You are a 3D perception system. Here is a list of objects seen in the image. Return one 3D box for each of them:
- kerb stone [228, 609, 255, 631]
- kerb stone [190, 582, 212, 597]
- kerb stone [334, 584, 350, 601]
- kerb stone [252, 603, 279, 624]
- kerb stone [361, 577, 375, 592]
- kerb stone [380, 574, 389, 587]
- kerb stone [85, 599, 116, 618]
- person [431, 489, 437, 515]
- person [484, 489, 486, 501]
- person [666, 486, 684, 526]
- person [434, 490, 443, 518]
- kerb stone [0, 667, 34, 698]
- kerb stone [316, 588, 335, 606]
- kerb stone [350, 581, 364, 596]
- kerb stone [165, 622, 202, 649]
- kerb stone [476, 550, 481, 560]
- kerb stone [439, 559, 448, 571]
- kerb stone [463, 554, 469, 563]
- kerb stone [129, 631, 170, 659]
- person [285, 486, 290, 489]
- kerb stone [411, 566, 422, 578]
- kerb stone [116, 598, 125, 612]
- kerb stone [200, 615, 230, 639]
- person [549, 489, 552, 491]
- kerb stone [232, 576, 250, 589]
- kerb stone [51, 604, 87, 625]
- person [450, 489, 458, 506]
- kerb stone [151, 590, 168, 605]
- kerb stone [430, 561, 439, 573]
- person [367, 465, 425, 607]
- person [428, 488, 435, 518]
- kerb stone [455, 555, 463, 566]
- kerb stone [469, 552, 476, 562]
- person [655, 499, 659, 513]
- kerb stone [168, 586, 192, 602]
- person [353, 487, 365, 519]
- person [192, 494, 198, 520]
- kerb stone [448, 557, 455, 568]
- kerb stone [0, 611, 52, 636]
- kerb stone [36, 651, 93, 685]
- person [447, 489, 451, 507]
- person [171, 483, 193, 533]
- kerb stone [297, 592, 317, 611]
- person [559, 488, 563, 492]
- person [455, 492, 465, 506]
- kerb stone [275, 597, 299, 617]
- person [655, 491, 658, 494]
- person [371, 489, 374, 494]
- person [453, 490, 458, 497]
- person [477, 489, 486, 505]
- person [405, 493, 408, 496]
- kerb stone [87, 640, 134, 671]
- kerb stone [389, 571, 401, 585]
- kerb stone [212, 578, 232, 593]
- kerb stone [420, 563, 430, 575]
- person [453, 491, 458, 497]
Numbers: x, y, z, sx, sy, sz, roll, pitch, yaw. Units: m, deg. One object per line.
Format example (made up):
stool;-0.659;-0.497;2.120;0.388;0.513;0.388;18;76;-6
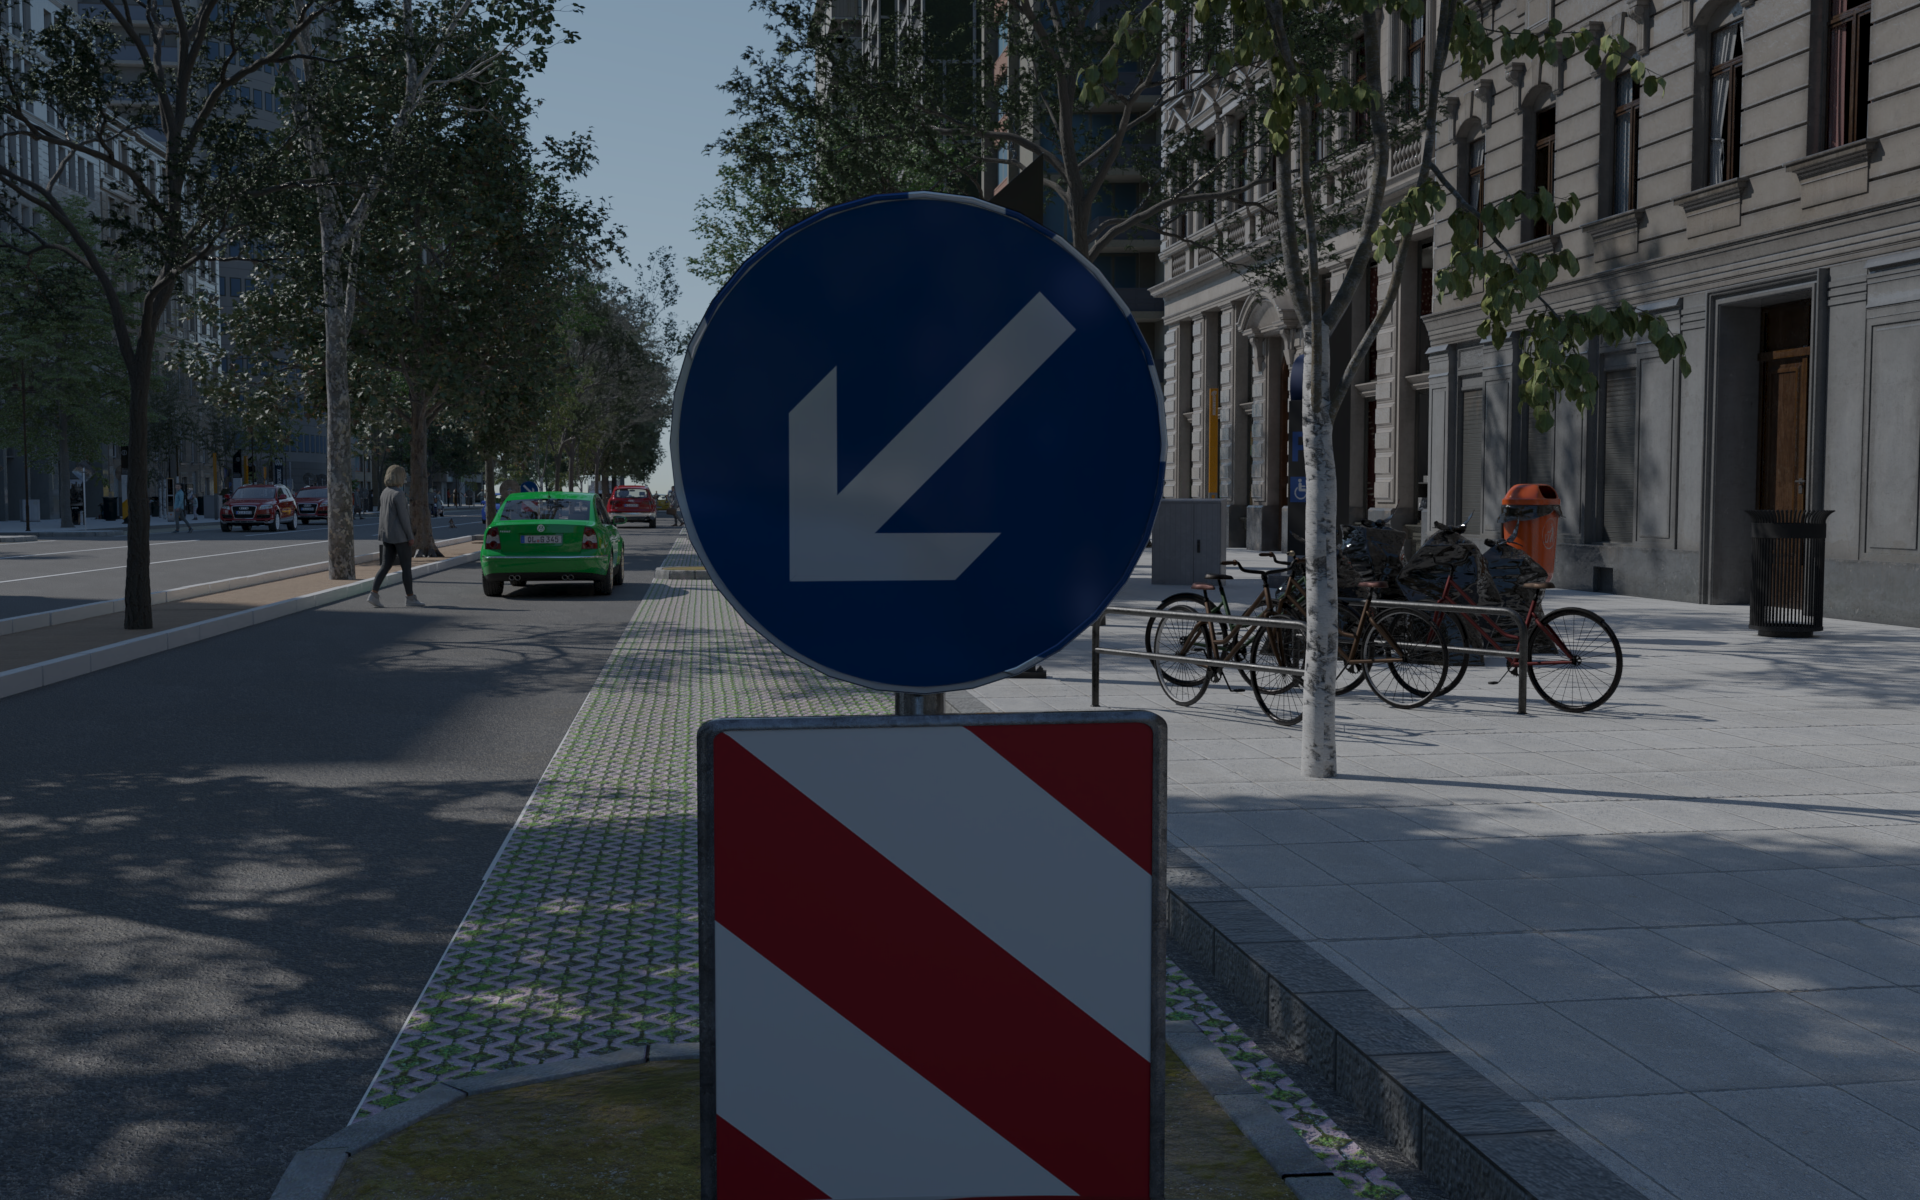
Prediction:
kerb stone;-7.745;0.228;18.491;0.120;0.150;1.000;-1;4;-8
kerb stone;-10.736;-0.129;24.304;0.120;0.150;1.000;-1;4;-8
kerb stone;-8.501;-0.083;23.556;0.120;0.150;1.000;-1;4;-8
kerb stone;-7.890;0.164;19.507;0.120;0.150;1.000;-1;4;-8
kerb stone;-8.807;-0.208;25.597;0.120;0.150;1.000;-1;4;-8
kerb stone;-8.958;-0.270;26.608;0.120;0.150;1.000;-1;4;-8
kerb stone;-10.131;0.119;20.251;0.120;0.150;1.000;-1;4;-8
person;-35.297;-6.576;116.408;0.661;1.777;0.834;1;4;19
person;-54.950;-11.901;200.643;0.705;1.821;1.348;-1;4;-11
person;-12.763;-4.208;77.417;0.853;1.813;0.709;-2;4;-24
person;-31.209;-5.758;103.646;0.512;1.701;0.522;3;5;40
kerb stone;-6.834;0.598;12.418;0.120;0.150;1.000;-1;4;-8
kerb stone;-8.343;-0.021;22.544;0.120;0.150;1.000;-1;4;-8
kerb stone;-8.650;-0.140;24.570;0.120;0.150;1.000;-1;4;-8
kerb stone;-7.438;0.350;16.467;0.120;0.150;1.000;-1;4;-8
kerb stone;-10.616;-0.951;37.794;0.120;0.150;1.000;-1;4;-8
kerb stone;-9.856;-0.641;32.727;0.120;0.150;1.000;-1;4;-8
kerb stone;-10.321;-0.830;35.764;0.120;0.150;1.000;-1;4;-8
kerb stone;-7.292;0.412;15.455;0.120;0.150;1.000;-1;4;-8
person;-33.650;-4.795;86.772;0.514;1.842;0.818;3;4;38
kerb stone;-9.405;-0.457;29.663;0.120;0.150;1.000;-1;4;-8
kerb stone;-10.280;0.062;21.263;0.120;0.150;1.000;-1;4;-8
kerb stone;-7.590;0.288;17.479;0.120;0.150;1.000;-1;4;-8
person;-31.833;-7.734;134.968;0.555;1.821;0.388;2;4;35
kerb stone;-11.032;-0.253;26.339;0.120;0.150;1.000;-1;4;-8
kerb stone;-9.971;0.181;19.242;0.120;0.150;1.000;-1;4;-8
person;-54.946;-11.159;188.622;0.705;1.807;1.348;3;5;43
kerb stone;-10.432;-0.004;22.274;0.120;0.150;1.000;-1;4;-8
kerb stone;-9.714;-0.581;31.703;0.120;0.150;1.000;-1;4;-8
person;-7.234;-0.817;22.047;0.728;1.800;0.709;-3;5;-44
person;-32.185;-5.904;105.212;0.537;1.800;0.526;-1;4;-21
kerb stone;-10.164;-0.765;34.751;0.120;0.150;1.000;-1;4;-8
kerb stone;-10.468;-0.892;36.782;0.120;0.150;1.000;-1;4;-8
person;-22.877;-7.120;129.925;0.505;1.210;0.382;-3;5;-40
kerb stone;-10.577;-0.064;23.294;0.120;0.150;1.000;-1;4;-8
person;-34.005;-5.457;97.824;0.767;1.812;0.694;-1;4;-18
person;-37.672;-4.582;85.235;0.425;1.301;0.394;2;4;35
kerb stone;-10.014;-0.701;33.738;0.120;0.150;1.000;-1;4;-8
kerb stone;-9.830;0.243;18.222;0.120;0.150;1.000;-1;4;-8
kerb stone;-6.982;0.536;13.430;0.120;0.150;1.000;-1;4;-8
person;-50.804;-10.162;172.132;0.705;1.831;1.348;-1;4;-15
person;-28.429;-3.356;63.230;0.748;1.841;0.638;-1;4;-18
kerb stone;-8.196;0.041;21.533;0.120;0.150;1.000;-1;4;-8
person;-24.948;-6.088;108.046;0.388;1.821;0.555;-2;4;-27
person;-52.827;-10.770;182.850;1.217;1.735;0.721;1;4;10
kerb stone;-8.045;0.103;20.518;0.120;0.150;1.000;-1;4;-8
person;-34.655;-11.574;197.866;1.348;1.807;0.705;-2;4;-32
person;-56.692;-9.783;166.713;0.721;1.735;1.217;-2;4;-32
person;-55.301;-11.206;189.990;0.721;1.736;1.217;-2;4;-30
person;-54.942;-11.810;199.218;1.350;1.814;0.705;0;4;6
person;-61.623;-11.373;192.012;0.705;1.822;1.348;2;4;33
kerb stone;-7.135;0.474;14.445;0.120;0.150;1.000;-1;4;-8
kerb stone;-9.106;-0.332;27.626;0.120;0.150;1.000;-1;4;-8
kerb stone;-10.884;-0.189;25.327;0.120;0.150;1.000;-1;4;-8
kerb stone;-9.567;-0.519;30.676;0.120;0.150;1.000;-1;4;-8
person;-59.943;-12.166;205.747;0.721;1.735;1.217;-2;4;-34
